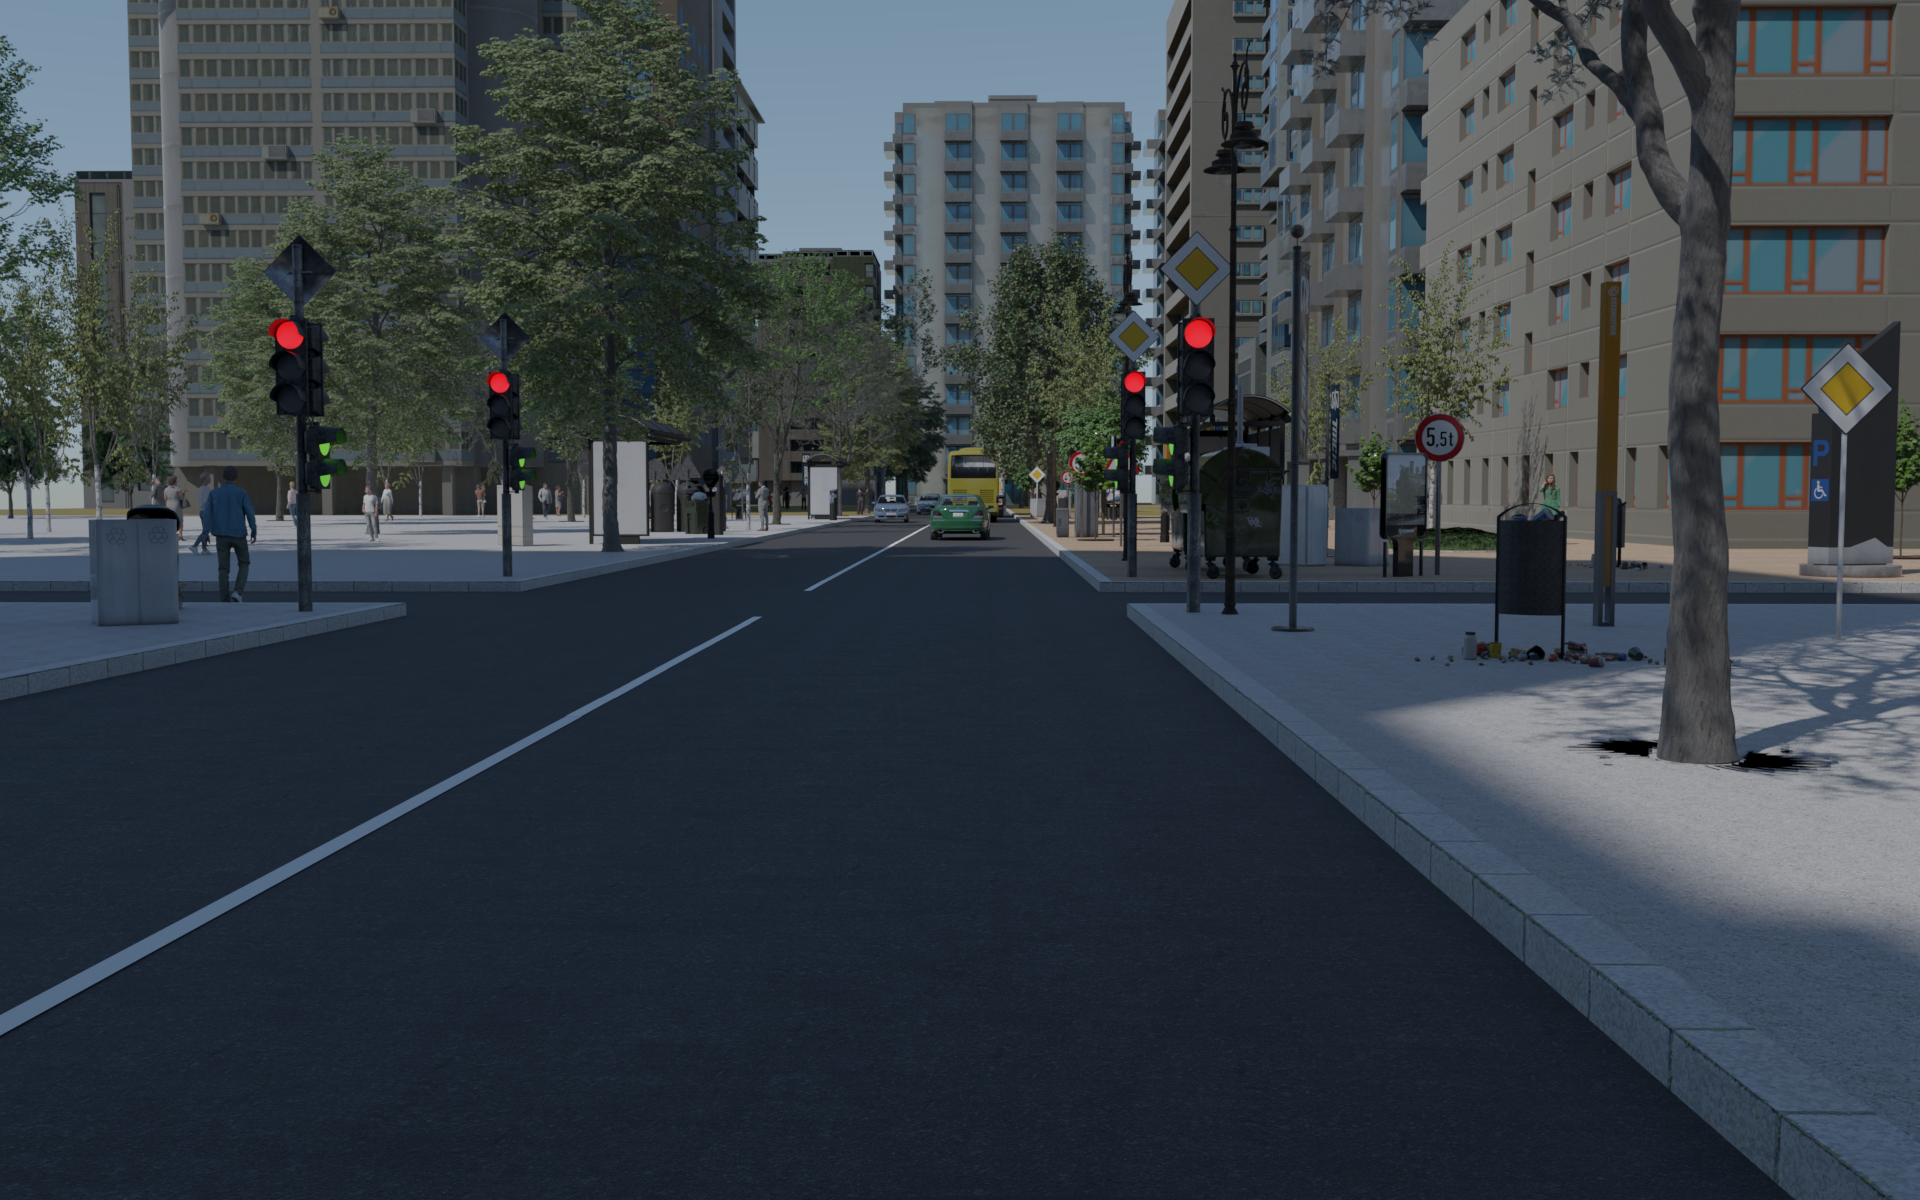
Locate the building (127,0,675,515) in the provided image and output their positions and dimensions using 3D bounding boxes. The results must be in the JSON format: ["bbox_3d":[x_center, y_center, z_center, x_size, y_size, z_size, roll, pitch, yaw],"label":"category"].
[{"bbox_3d":[-36.133,-25.838,114.329,32.217,40.220,23.993,0,4,1],"label":"building"}]

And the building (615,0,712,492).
[{"bbox_3d":[-27.200,-29.540,133.097,14.600,45.320,14.200,0,4,1],"label":"building"}]

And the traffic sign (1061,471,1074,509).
[{"bbox_3d":[5.836,-5.714,93.527,0.768,2.556,0.104,1,4,9],"label":"traffic sign"}]

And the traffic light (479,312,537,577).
[{"bbox_3d":[-7.018,-2.318,26.814,0.839,4.253,0.868,0,4,1],"label":"traffic light"}]

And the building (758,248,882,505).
[{"bbox_3d":[-16.604,-26.570,206.118,14.107,30.474,14.160,0,4,1],"label":"building"}]

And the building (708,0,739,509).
[{"bbox_3d":[-34.330,-37.376,153.103,28.212,58.520,21.231,0,4,1],"label":"building"}]

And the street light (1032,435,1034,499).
[{"bbox_3d":[4.280,-7.870,101.458,0.468,5.910,1.993,0,4,1],"label":"street light"}]

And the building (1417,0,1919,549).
[{"bbox_3d":[32.142,-12.744,53.398,28.899,21.520,27.650,0,4,1],"label":"building"}]

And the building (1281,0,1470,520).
[{"bbox_3d":[28.310,-28.499,85.559,23.786,49.044,30.456,0,4,1],"label":"building"}]

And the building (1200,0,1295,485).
[{"bbox_3d":[30.065,-49.603,123.677,22.319,86.520,31.000,0,4,1],"label":"building"}]

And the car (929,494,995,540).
[{"bbox_3d":[0.029,-2.661,55.306,2.131,1.459,4.920,0,4,2],"label":"car"}]

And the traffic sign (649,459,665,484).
[{"bbox_3d":[-11.180,-3.875,63.458,0.768,2.556,0.104,1,4,10],"label":"traffic sign"}]

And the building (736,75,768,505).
[{"bbox_3d":[-37.275,-38.206,213.908,27.495,52.752,28.713,0,4,1],"label":"building"}]

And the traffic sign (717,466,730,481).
[{"bbox_3d":[-10.923,-4.873,79.410,0.795,2.593,0.064,0,4,6],"label":"traffic sign"}]

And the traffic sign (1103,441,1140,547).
[{"bbox_3d":[3.932,-2.582,42.217,0.884,2.594,0.081,0,4,3],"label":"traffic sign"}]

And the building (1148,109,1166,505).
[{"bbox_3d":[37.300,-36.068,209.314,30.456,49.044,23.786,0,4,1],"label":"building"}]

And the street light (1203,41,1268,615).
[{"bbox_3d":[2.883,-2.785,18.325,0.468,5.910,1.993,0,4,1],"label":"street light"}]

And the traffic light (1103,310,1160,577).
[{"bbox_3d":[2.642,-2.309,26.678,0.839,4.253,0.868,0,4,1],"label":"traffic light"}]

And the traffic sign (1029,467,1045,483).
[{"bbox_3d":[3.682,-5.049,82.287,0.795,2.593,0.064,0,4,6],"label":"traffic sign"}]

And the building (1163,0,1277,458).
[{"bbox_3d":[29.655,-32.281,151.499,21.300,48.544,21.600,0,4,1],"label":"building"}]

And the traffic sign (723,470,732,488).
[{"bbox_3d":[-10.919,-4.891,80.081,0.768,2.556,0.104,0,4,5],"label":"traffic sign"}]

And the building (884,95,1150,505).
[{"bbox_3d":[6.266,-36.157,210.774,30.456,49.044,23.786,0,4,1],"label":"building"}]

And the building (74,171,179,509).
[{"bbox_3d":[-69.643,-23.579,157.225,14.107,30.474,14.160,0,4,1],"label":"building"}]

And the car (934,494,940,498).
[{"bbox_3d":[-2.490,-9.089,157.408,1.959,1.807,4.718,0,4,-1],"label":"car"}]

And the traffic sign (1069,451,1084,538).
[{"bbox_3d":[3.565,-3.096,50.726,0.768,2.556,0.104,0,4,4],"label":"traffic sign"}]

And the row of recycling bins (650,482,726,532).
[{"bbox_3d":[-9.620,-3.149,58.601,3.534,1.692,1.069,-2,4,-28],"label":"row of recycling bins"}]

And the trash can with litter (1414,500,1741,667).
[{"bbox_3d":[4.740,-0.132,13.222,2.233,1.210,1.678,2,4,29],"label":"trash can with litter"}]

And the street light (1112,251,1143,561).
[{"bbox_3d":[3.190,-3.690,33.121,0.468,5.910,1.993,0,4,1],"label":"street light"}]

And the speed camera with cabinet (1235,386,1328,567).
[{"bbox_3d":[5.700,-2.264,31.352,0.660,3.252,2.038,-3,4,-38],"label":"speed camera with cabinet"}]

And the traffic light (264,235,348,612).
[{"bbox_3d":[-7.143,-1.829,18.829,0.839,4.253,0.868,0,4,1],"label":"traffic light"}]

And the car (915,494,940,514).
[{"bbox_3d":[-2.184,-6.848,123.960,2.014,1.417,4.499,0,4,0],"label":"car"}]

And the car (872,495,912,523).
[{"bbox_3d":[-3.454,-4.638,87.838,2.014,1.417,4.499,0,4,-1],"label":"car"}]

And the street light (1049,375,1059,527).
[{"bbox_3d":[3.697,-5.779,67.282,0.468,5.910,1.993,0,4,1],"label":"street light"}]

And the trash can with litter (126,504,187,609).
[{"bbox_3d":[-8.865,-0.466,19.013,0.624,1.170,1.055,-1,4,-18],"label":"trash can with litter"}]

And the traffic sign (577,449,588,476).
[{"bbox_3d":[-10.463,-2.993,49.035,0.768,2.556,0.104,0,4,7],"label":"traffic sign"}]

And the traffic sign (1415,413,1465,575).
[{"bbox_3d":[7.562,-1.668,27.370,0.768,2.556,0.104,1,4,9],"label":"traffic sign"}]

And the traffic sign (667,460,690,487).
[{"bbox_3d":[-10.686,-4.023,65.786,0.884,2.594,0.081,0,4,6],"label":"traffic sign"}]

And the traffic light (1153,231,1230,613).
[{"bbox_3d":[2.517,-1.821,18.694,0.839,4.253,0.868,0,4,1],"label":"traffic light"}]

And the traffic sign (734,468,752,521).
[{"bbox_3d":[-10.288,-5.010,81.922,0.884,2.594,0.081,1,4,9],"label":"traffic sign"}]

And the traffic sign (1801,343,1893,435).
[{"bbox_3d":[7.750,-0.943,15.145,0.795,2.593,0.064,0,4,1],"label":"traffic sign"}]

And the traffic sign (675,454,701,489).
[{"bbox_3d":[-8.884,-3.456,56.502,0.884,2.594,0.081,0,4,5],"label":"traffic sign"}]

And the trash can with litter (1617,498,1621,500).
[{"bbox_3d":[11.363,-1.162,30.056,1.678,1.210,2.233,1,4,12],"label":"trash can with litter"}]

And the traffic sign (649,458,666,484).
[{"bbox_3d":[-11.065,-3.837,62.742,0.884,2.594,0.081,0,4,6],"label":"traffic sign"}]

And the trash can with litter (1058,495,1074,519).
[{"bbox_3d":[5.677,-4.782,89.237,2.233,1.210,1.678,1,4,13],"label":"trash can with litter"}]
